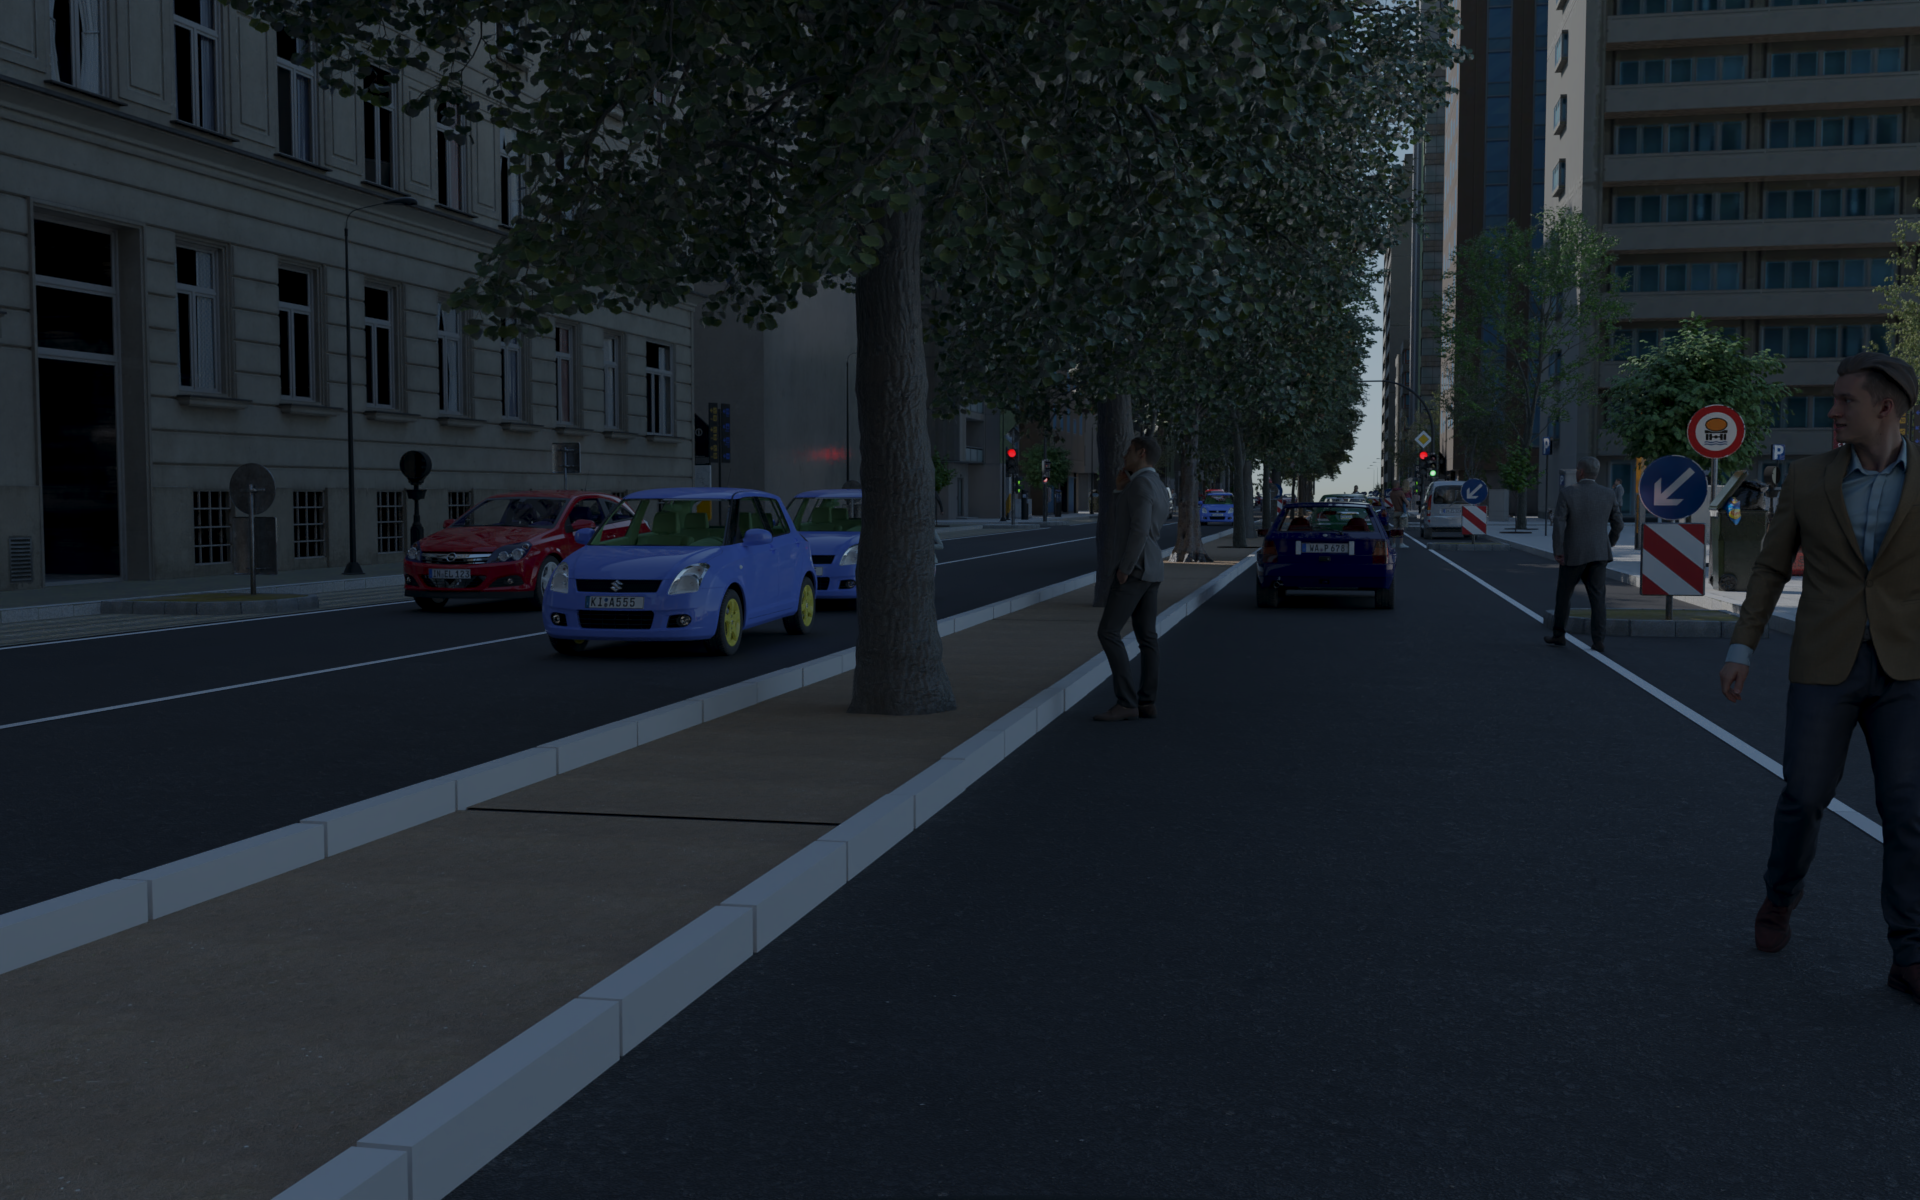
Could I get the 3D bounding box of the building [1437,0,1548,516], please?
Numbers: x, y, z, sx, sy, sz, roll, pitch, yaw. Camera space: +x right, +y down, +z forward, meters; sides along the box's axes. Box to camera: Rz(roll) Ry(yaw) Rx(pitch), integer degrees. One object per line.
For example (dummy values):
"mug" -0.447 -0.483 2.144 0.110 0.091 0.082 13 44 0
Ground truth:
"building" 36.936 -27.822 105.008 14.600 45.320 14.200 1 4 12

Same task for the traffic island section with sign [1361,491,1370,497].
"traffic island section with sign" 41.600 -10.106 173.859 1.989 1.847 2.006 1 4 12

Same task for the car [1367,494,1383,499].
"car" 44.926 -10.877 188.056 2.015 1.641 3.980 1 4 11

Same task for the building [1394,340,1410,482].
"building" 66.291 -22.056 205.660 27.650 21.520 28.899 1 4 12

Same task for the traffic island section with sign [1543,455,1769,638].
"traffic island section with sign" 7.278 -0.593 18.321 1.989 1.847 2.006 1 4 12

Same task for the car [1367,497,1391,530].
"car" 15.423 -3.262 65.913 1.945 1.354 3.894 1 4 13

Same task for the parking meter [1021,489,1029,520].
"parking meter" 3.232 -4.761 86.257 0.372 1.533 0.369 0 3 0

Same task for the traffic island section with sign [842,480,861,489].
"traffic island section with sign" -3.107 -2.428 48.322 1.989 1.847 2.006 1 4 12

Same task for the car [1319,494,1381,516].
"car" 10.863 -2.279 49.058 2.131 1.459 4.920 1 4 11

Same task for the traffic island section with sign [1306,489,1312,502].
"traffic island section with sign" 30.347 -8.739 151.025 2.006 1.907 1.989 1 4 12

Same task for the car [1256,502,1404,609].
"car" 4.905 -0.640 23.038 1.945 1.354 3.894 1 4 13

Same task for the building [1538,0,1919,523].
"building" 39.971 -28.146 83.891 21.600 48.544 21.300 1 4 12

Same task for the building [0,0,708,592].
"building" -17.335 -12.293 34.281 16.112 22.955 30.059 1 4 12

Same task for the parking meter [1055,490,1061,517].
"parking meter" 5.475 -5.398 96.666 0.372 1.533 0.369 0 3 0

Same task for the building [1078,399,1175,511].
"building" 12.109 -23.896 162.393 14.160 30.474 14.107 1 4 12

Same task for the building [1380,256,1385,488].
"building" 82.326 -40.856 291.690 21.300 48.544 21.600 1 4 12

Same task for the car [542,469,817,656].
"car" -2.609 -0.428 16.589 1.945 1.707 3.694 1 4 11

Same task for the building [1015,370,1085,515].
"building" 0.134 -28.142 110.232 14.600 45.320 14.200 1 4 12

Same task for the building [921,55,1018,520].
"building" -5.131 -24.788 88.883 14.154 41.232 14.086 1 4 12

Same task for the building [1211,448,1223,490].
"building" 29.717 -28.954 245.091 14.160 30.474 14.107 1 4 12

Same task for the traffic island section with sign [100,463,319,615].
"traffic island section with sign" -9.069 -0.777 21.333 1.989 1.847 2.006 1 4 12

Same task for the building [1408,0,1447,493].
"building" 57.121 -38.860 177.361 21.231 58.520 28.212 1 4 12

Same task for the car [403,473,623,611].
"car" -5.566 -0.839 22.757 2.155 1.783 4.494 1 4 14

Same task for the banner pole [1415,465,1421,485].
"banner pole" 34.323 -8.509 129.142 0.863 3.779 0.401 0 4 1

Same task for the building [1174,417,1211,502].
"building" 19.954 -36.203 215.618 21.300 48.544 21.600 1 4 12

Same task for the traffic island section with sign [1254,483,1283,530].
"traffic island section with sign" 12.564 -3.809 70.410 2.006 1.907 1.989 1 4 12

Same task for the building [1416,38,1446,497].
"building" 49.124 -29.018 158.031 14.154 41.232 14.086 1 4 12

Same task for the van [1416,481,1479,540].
"van" 15.823 -3.003 56.104 2.013 2.044 4.112 1 4 12

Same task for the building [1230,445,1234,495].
"building" 37.081 -39.129 294.376 22.147 44.769 28.867 1 4 12

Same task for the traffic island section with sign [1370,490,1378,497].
"traffic island section with sign" 30.899 -7.140 125.362 1.989 1.847 2.006 1 4 12

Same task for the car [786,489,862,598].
"car" -1.559 -0.797 22.615 1.945 1.707 3.694 1 4 11

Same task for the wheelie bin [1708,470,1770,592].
"wheelie bin" 10.354 -0.924 23.016 0.693 1.594 0.980 1 4 14

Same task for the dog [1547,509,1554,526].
"dog" 25.031 -3.412 72.622 0.513 0.831 0.800 -3 5 -43

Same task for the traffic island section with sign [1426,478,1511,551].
"traffic island section with sign" 13.112 -2.209 44.748 1.989 1.847 2.006 1 4 12

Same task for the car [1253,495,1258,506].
"car" 34.778 -11.924 207.539 1.945 1.354 3.894 1 4 11

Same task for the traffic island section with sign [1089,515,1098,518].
"traffic island section with sign" 8.739 -5.716 102.091 1.989 1.847 2.006 1 4 12

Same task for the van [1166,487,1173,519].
"van" 11.322 -5.671 99.734 2.013 2.044 4.112 1 4 11

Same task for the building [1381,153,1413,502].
"building" 70.410 -37.728 240.547 21.300 48.544 21.600 1 4 12

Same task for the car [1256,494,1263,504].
"car" 37.405 -12.504 213.475 2.155 1.783 4.494 1 4 12

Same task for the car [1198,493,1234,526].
"car" 11.909 -4.273 79.454 1.945 1.707 3.694 1 4 11

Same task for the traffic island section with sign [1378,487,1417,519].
"traffic island section with sign" 25.087 -5.530 99.038 1.989 1.847 2.006 1 4 12

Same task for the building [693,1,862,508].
"building" -20.556 -15.976 65.721 34.151 26.468 19.350 1 4 12

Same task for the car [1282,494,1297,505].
"car" 36.139 -11.066 189.971 2.155 1.783 4.494 1 4 13

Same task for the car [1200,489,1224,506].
"car" 20.651 -8.059 140.432 2.281 1.827 5.304 1 4 11

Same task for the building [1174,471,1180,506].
"building" 15.363 -46.188 193.418 20.563 71.187 20.611 1 4 12

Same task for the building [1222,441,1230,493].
"building" 30.246 -44.291 266.161 21.231 58.520 28.212 1 4 12

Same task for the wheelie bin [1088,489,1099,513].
"wheelie bin" 9.164 -6.747 118.218 0.693 1.594 0.980 -2 4 -34

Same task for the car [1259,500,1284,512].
"car" 25.290 -7.826 140.541 1.945 1.354 3.894 1 4 12

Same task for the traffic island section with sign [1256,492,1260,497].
"traffic island section with sign" 49.069 -16.898 284.905 1.989 1.847 2.006 1 4 12

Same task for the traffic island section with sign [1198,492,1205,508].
"traffic island section with sign" 25.385 -10.330 177.520 1.989 1.847 2.006 1 4 12

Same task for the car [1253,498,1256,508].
"car" 28.840 -9.990 175.137 2.131 1.459 4.920 1 4 13
